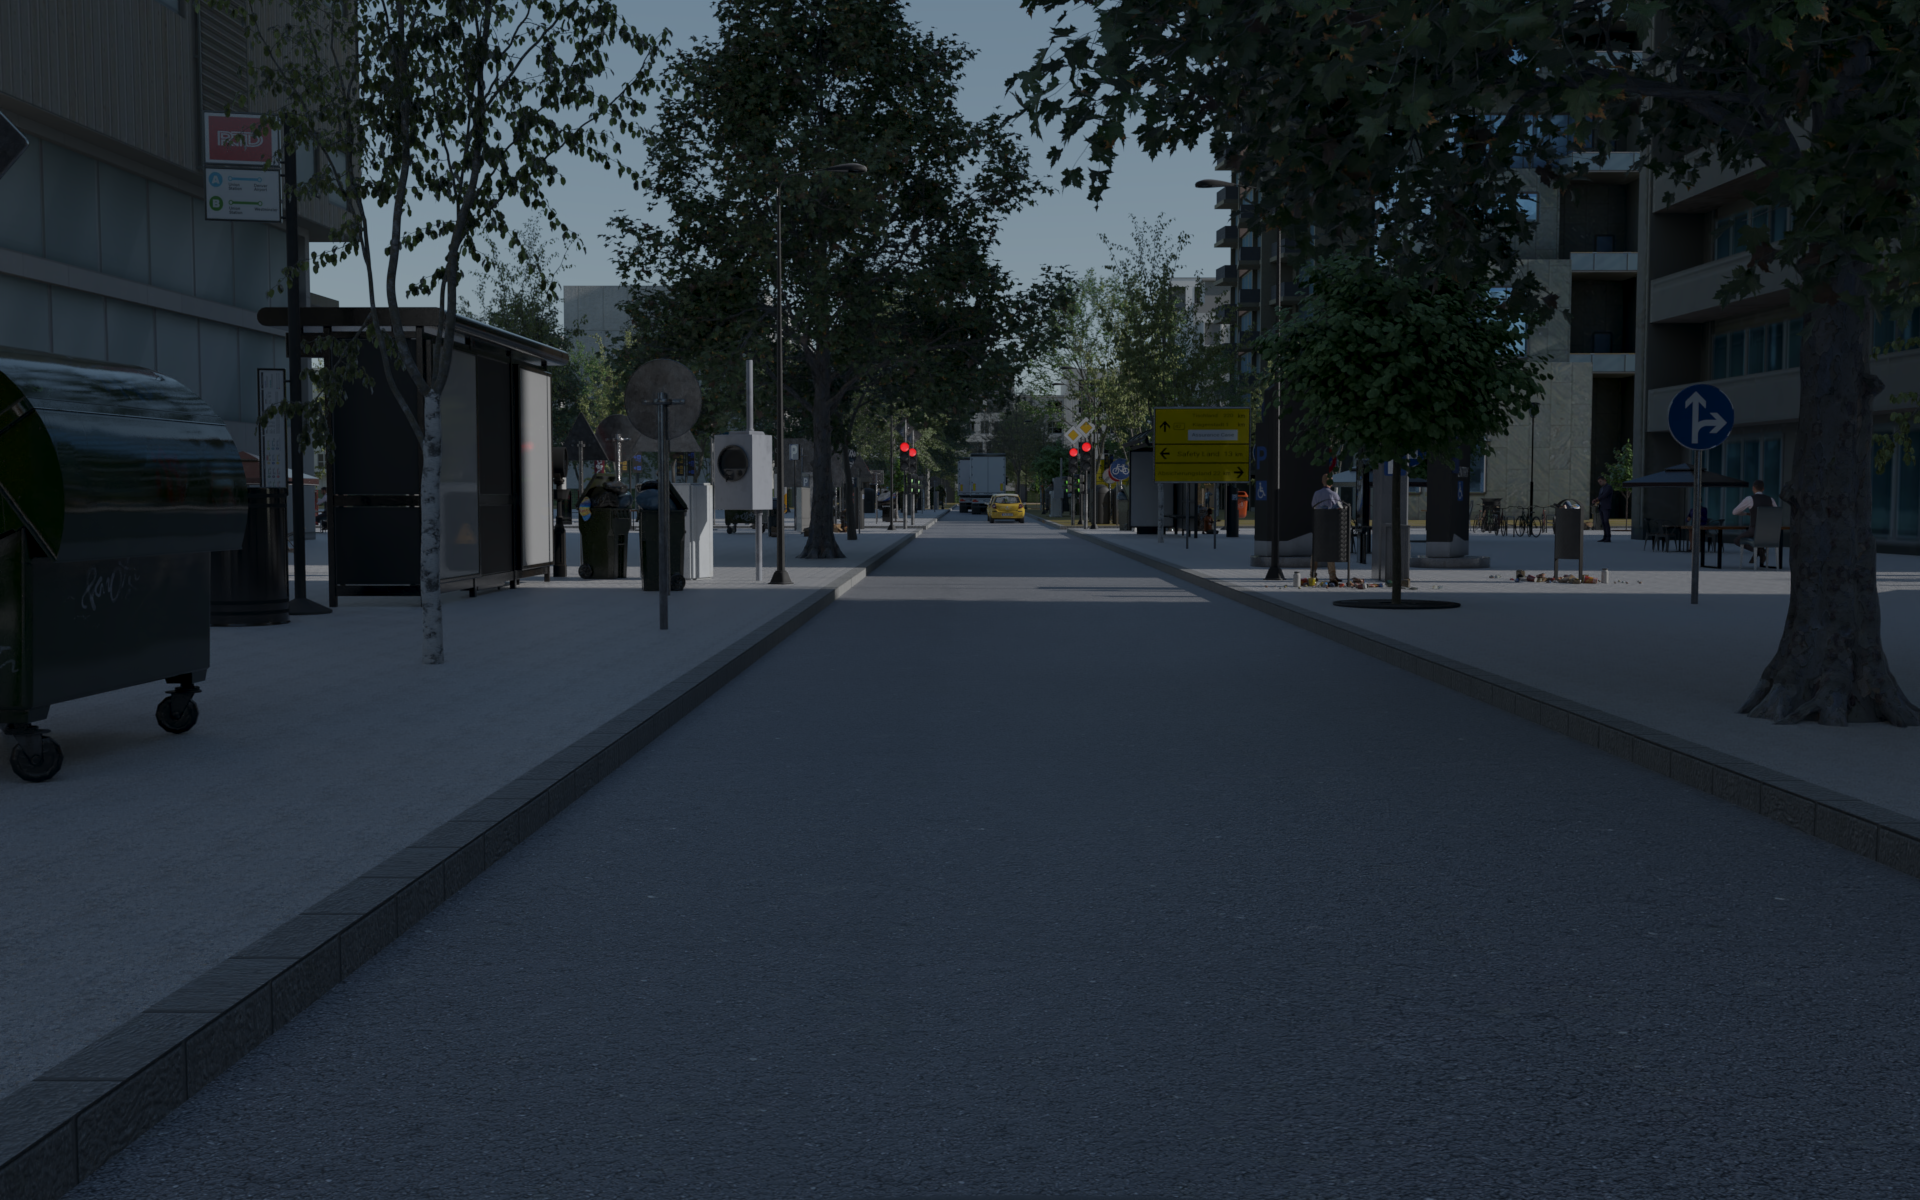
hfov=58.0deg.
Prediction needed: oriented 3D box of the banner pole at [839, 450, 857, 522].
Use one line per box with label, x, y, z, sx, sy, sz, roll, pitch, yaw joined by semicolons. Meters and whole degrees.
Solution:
banner pole;-5.134;-5.473;79.505;0.863;3.779;0.401;0;4;-2

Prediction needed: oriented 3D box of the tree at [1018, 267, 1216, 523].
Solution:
tree;6.169;-9.319;78.126;9.928;11.665;9.643;0;3;0

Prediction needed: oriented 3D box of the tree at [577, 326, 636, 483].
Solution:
tree;-15.043;-7.696;76.184;4.737;8.622;4.395;0;3;0

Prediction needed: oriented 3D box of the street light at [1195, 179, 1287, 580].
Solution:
street light;4.165;-3.252;25.713;1.470;5.913;1.316;0;4;0

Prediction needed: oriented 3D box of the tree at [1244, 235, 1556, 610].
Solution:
tree;5.006;-2.213;19.889;4.285;4.588;4.351;0;3;0

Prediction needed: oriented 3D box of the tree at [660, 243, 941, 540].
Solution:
tree;-3.139;-6.974;48.439;8.767;10.594;7.601;-2;4;-25

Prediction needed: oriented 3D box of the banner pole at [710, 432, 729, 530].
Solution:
banner pole;-8.568;-4.362;61.340;0.863;3.779;0.401;-1;4;-16

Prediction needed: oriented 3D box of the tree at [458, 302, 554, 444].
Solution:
tree;-23.190;-9.161;84.193;7.601;10.594;8.767;2;4;27

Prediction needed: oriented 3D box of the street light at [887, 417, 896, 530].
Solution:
street light;-1.883;-5.423;61.213;1.470;5.913;1.316;0;4;0

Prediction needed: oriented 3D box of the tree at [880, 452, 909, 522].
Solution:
tree;-2.825;-5.140;78.648;1.663;3.219;1.824;0;3;0

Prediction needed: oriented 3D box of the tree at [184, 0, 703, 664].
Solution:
tree;-3.975;-3.837;13.098;4.360;8.622;3.978;0;3;0

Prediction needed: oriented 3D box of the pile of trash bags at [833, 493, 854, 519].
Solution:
pile of trash bags;-5.965;-4.869;89.361;1.912;1.369;3.447;1;4;23

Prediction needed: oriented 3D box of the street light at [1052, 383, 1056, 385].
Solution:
street light;4.516;-6.102;72.303;1.470;5.913;1.316;0;4;0

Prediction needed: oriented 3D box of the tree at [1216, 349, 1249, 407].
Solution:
tree;15.154;-11.445;112.886;9.928;11.665;9.643;0;3;0

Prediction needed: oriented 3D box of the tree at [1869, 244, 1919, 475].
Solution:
tree;12.229;-4.276;20.274;4.737;8.622;4.395;0;3;0

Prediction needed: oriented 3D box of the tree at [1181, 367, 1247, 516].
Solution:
tree;14.631;-9.102;99.185;4.360;8.622;3.978;0;3;0

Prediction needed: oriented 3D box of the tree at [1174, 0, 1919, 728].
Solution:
tree;4.908;-5.663;9.596;9.611;12.733;9.660;0;3;0

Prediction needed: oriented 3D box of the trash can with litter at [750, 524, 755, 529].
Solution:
trash can with litter;-7.181;-3.162;63.089;1.055;1.170;0.624;2;4;27

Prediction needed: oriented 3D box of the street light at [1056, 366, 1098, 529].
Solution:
street light;4.347;-5.532;62.987;1.470;5.913;1.316;0;4;0

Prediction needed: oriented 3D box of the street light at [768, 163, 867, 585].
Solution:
street light;-2.011;-3.178;24.499;1.470;5.913;1.316;0;4;0

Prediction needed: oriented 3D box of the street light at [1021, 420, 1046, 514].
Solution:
street light;4.743;-8.347;109.016;1.470;5.913;1.316;0;4;0

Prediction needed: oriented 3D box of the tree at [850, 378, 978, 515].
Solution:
tree;-3.187;-12.089;104.306;9.857;13.997;8.962;0;3;0

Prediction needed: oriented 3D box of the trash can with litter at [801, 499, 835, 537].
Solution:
trash can with litter;-4.284;-2.494;52.158;1.055;1.170;0.624;1;4;11

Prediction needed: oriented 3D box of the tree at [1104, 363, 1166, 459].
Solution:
tree;15.134;-13.644;141.205;7.486;12.596;7.792;0;3;0

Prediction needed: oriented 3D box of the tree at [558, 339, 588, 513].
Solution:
tree;-25.885;-11.701;117.059;9.928;11.665;9.643;0;3;0

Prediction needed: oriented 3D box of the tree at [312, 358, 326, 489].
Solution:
tree;-26.682;-7.584;74.354;4.737;8.622;4.395;0;3;0

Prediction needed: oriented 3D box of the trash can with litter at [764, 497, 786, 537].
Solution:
trash can with litter;-5.439;-2.468;51.733;0.624;1.170;1.055;-1;4;-12

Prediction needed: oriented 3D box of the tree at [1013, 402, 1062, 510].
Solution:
tree;6.317;-11.414;136.980;4.360;8.622;3.978;0;3;0

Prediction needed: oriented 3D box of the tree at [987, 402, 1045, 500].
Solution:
tree;7.211;-17.824;209.553;7.486;12.596;7.792;0;3;0

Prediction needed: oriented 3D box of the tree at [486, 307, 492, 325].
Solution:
tree;-24.568;-11.072;98.039;9.611;12.733;9.660;0;3;0

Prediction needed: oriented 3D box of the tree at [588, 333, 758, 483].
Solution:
tree;-13.920;-10.149;91.695;9.928;11.665;9.643;0;3;0

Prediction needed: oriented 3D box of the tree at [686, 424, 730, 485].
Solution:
tree;-15.897;-9.635;107.890;4.737;8.622;4.395;0;3;0

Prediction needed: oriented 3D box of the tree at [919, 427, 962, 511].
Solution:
tree;-2.778;-11.078;131.489;4.737;8.622;4.395;0;3;0

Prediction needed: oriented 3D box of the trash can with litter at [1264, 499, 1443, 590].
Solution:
trash can with litter;5.428;-0.772;23.680;2.233;1.210;1.678;2;4;28

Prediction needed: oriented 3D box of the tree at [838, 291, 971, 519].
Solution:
tree;-3.756;-10.489;89.615;7.486;12.596;7.792;0;3;0

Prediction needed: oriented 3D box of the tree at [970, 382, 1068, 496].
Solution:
tree;5.995;-16.449;179.318;12.009;13.543;11.850;0;3;0

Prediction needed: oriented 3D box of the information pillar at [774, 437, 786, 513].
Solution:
information pillar;-7.353;-4.855;70.731;0.504;3.616;0.183;0;4;3

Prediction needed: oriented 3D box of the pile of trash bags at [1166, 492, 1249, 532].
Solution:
pile of trash bags;8.333;-3.084;60.182;3.447;1.369;1.912;0;4;-6

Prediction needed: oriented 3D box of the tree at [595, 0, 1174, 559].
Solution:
tree;-2.687;-7.185;34.485;9.611;12.733;9.660;0;3;0

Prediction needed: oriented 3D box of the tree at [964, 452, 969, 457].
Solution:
tree;-1.418;-15.062;196.629;4.737;8.622;4.395;0;3;0

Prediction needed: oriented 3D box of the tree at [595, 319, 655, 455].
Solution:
tree;-13.578;-9.088;82.997;8.767;10.594;7.601;1;4;13

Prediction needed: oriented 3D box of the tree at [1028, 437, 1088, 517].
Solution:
tree;5.617;-7.081;99.487;4.285;4.588;4.351;0;3;0

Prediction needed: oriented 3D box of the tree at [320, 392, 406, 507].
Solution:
tree;-53.201;-14.420;137.596;18.604;14.587;13.155;-3;5;-41

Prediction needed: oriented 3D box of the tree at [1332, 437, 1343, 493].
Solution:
tree;16.680;-7.766;77.343;4.360;8.622;3.978;0;3;0

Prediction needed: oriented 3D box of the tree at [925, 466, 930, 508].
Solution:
tree;-4.304;-18.241;154.128;12.611;20.169;13.585;0;3;0

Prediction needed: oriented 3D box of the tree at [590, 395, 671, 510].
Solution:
tree;-25.147;-13.258;134.901;7.486;12.596;7.792;0;3;0

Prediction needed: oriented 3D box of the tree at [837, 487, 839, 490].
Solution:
tree;-10.866;-11.642;140.701;4.737;8.622;4.395;0;3;0

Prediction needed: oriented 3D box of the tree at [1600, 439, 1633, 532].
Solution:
tree;23.097;-3.979;59.655;1.663;3.219;1.824;0;3;0

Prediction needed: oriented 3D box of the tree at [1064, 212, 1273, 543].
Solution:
tree;5.364;-5.801;45.204;4.737;8.622;4.395;0;3;0

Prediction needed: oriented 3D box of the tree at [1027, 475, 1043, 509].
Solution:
tree;6.761;-9.494;149.828;1.663;3.219;1.824;0;3;0
